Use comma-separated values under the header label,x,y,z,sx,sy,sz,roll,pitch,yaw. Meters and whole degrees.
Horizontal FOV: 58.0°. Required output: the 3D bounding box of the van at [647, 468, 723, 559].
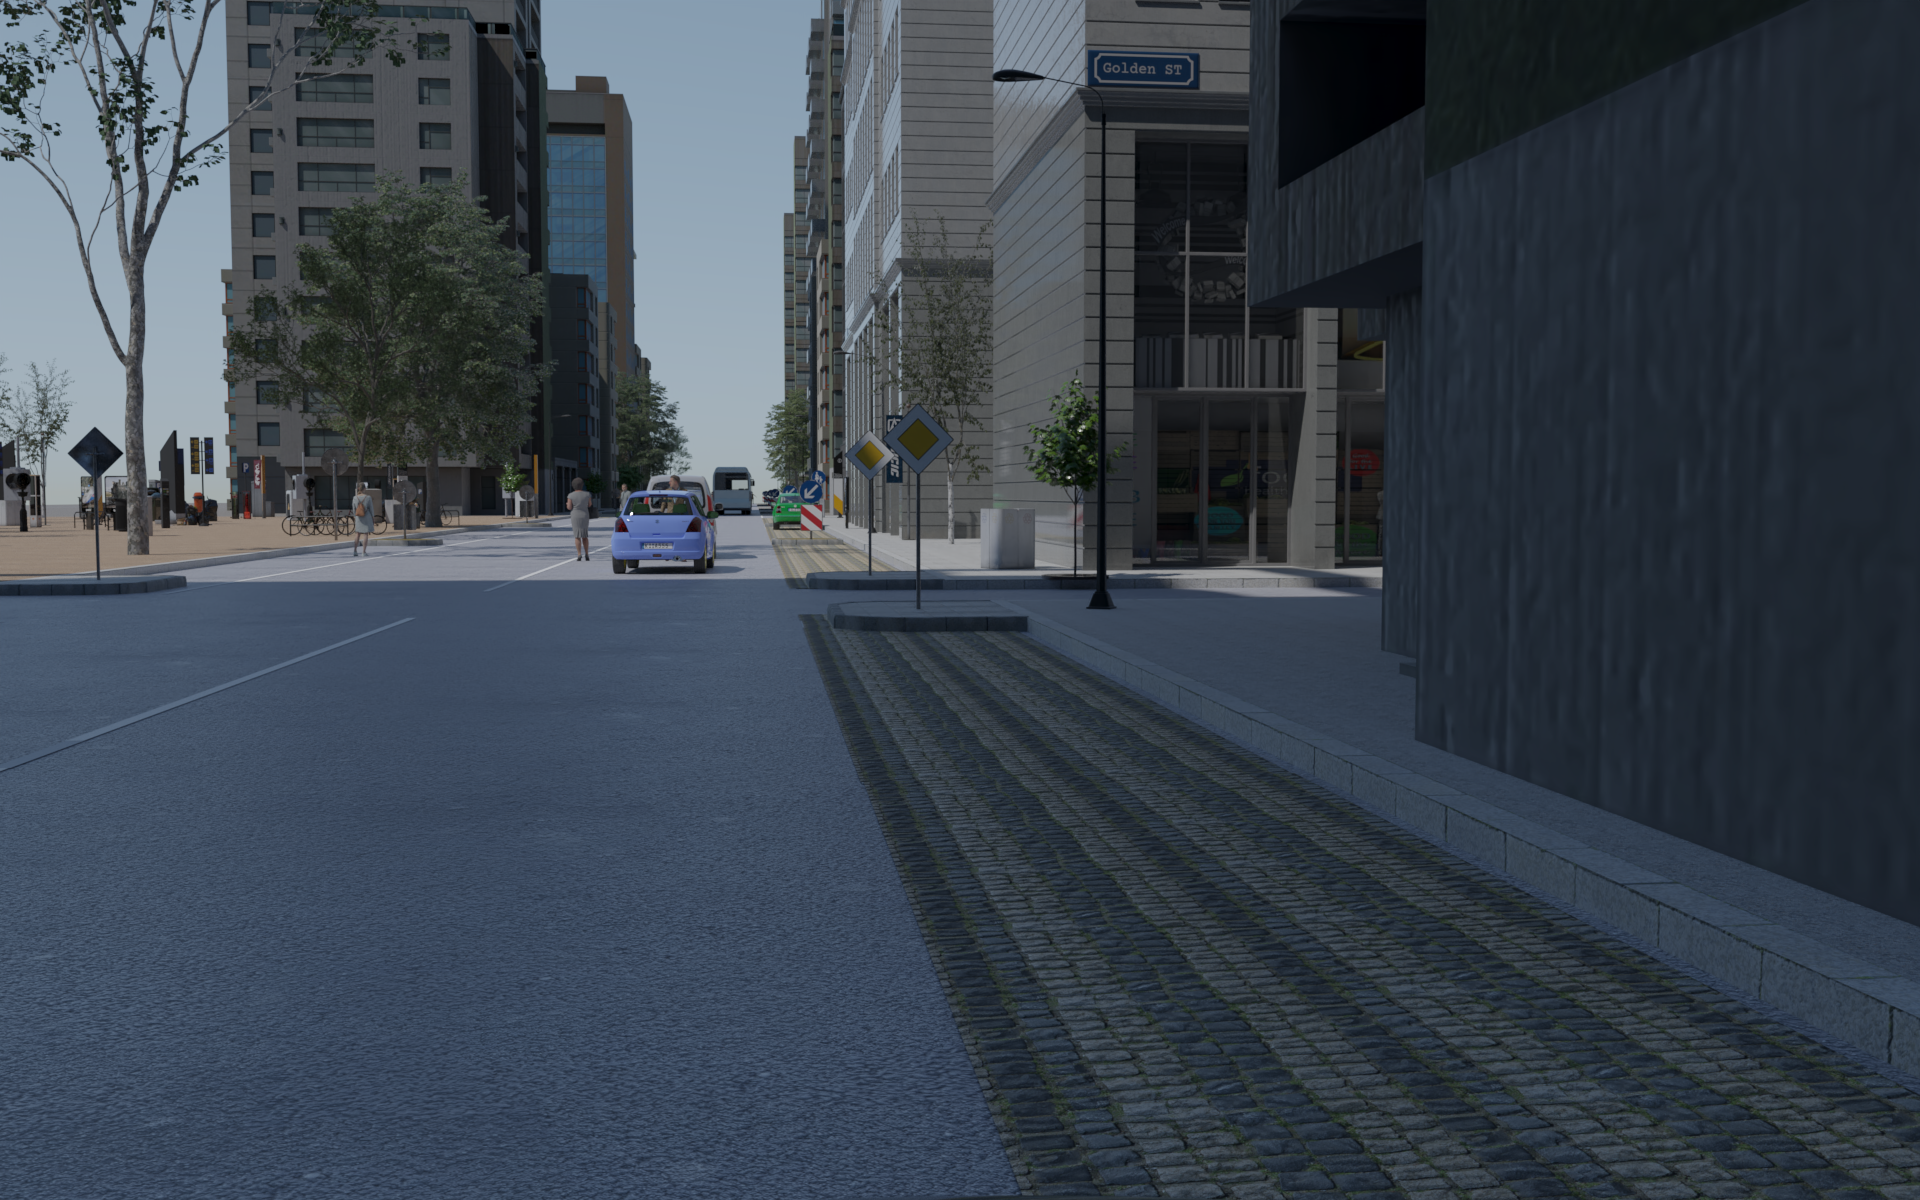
label,x,y,z,sx,sy,sz,roll,pitch,yaw
van,-6.411,-1.988,39.522,2.013,2.044,4.112,-1,4,-9

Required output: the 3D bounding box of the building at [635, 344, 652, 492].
label,x,y,z,sx,sy,sz,roll,pitch,yaw
building,-52.546,-22.434,211.830,27.650,21.520,28.899,0,4,-7

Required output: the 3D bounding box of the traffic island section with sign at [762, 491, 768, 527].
label,x,y,z,sx,sy,sz,roll,pitch,yaw
traffic island section with sign,-7.577,-4.125,76.071,1.989,1.847,2.006,0,4,-7

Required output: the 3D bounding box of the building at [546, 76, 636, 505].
label,x,y,z,sx,sy,sz,roll,pitch,yaw
building,-43.126,-32.995,189.586,14.600,45.320,14.200,0,4,-7

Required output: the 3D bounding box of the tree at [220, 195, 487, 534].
label,x,y,z,sx,sy,sz,roll,pitch,yaw
tree,-19.220,-7.370,54.906,8.767,10.594,7.601,-1,4,-11

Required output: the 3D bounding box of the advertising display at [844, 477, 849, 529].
label,x,y,z,sx,sy,sz,roll,pitch,yaw
advertising display,-4.223,-3.630,64.557,0.123,1.923,0.974,0,4,-8

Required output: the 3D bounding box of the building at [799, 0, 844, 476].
label,x,y,z,sx,sy,sz,roll,pitch,yaw
building,-3.020,-33.196,162.365,23.786,49.044,30.456,0,4,-7

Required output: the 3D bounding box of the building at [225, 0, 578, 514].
label,x,y,z,sx,sy,sz,roll,pitch,yaw
building,-38.373,-41.857,122.614,20.563,71.187,20.611,0,4,-7

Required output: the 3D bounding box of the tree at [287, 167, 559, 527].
label,x,y,z,sx,sy,sz,roll,pitch,yaw
tree,-20.472,-9.782,66.583,9.857,13.997,8.962,0,3,0

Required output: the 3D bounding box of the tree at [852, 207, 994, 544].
label,x,y,z,sx,sy,sz,roll,pitch,yaw
tree,-0.368,-5.725,43.972,4.360,8.622,3.978,0,3,0

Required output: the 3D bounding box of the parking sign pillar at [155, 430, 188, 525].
label,x,y,z,sx,sy,sz,roll,pitch,yaw
parking sign pillar,-33.407,-5.198,73.459,1.447,3.967,1.447,3,5,40

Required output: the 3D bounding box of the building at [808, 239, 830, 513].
label,x,y,z,sx,sy,sz,roll,pitch,yaw
building,2.626,-17.651,133.627,27.650,21.520,28.899,0,4,-7

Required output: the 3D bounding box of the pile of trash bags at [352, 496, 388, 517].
label,x,y,z,sx,sy,sz,roll,pitch,yaw
pile of trash bags,-32.905,-5.305,96.483,1.912,1.369,3.447,-3,4,-36

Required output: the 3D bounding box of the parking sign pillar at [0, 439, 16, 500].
label,x,y,z,sx,sy,sz,roll,pitch,yaw
parking sign pillar,-47.318,-5.938,85.562,1.447,3.967,1.447,-1,4,-11

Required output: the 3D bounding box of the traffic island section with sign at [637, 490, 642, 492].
label,x,y,z,sx,sy,sz,roll,pitch,yaw
traffic island section with sign,-28.022,-8.770,152.010,1.989,1.847,2.006,0,4,-7

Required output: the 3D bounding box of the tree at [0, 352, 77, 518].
label,x,y,z,sx,sy,sz,roll,pitch,yaw
tree,-49.580,-8.730,93.093,4.360,8.622,3.978,0,3,0

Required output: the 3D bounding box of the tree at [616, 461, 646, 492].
label,x,y,z,sx,sy,sz,roll,pitch,yaw
tree,-32.191,-11.272,168.004,4.285,4.588,4.351,0,3,0

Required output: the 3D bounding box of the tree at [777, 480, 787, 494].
label,x,y,z,sx,sy,sz,roll,pitch,yaw
tree,-22.456,-13.762,219.614,1.663,3.219,1.824,0,3,0

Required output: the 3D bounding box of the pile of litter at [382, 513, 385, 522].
label,x,y,z,sx,sy,sz,roll,pitch,yaw
pile of litter,-26.737,-3.937,78.338,1.176,0.858,1.719,2,4,32

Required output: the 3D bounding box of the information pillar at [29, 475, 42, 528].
label,x,y,z,sx,sy,sz,roll,pitch,yaw
information pillar,-35.438,-3.784,66.359,0.304,2.012,0.304,0,4,6

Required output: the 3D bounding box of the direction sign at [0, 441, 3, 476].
label,x,y,z,sx,sy,sz,roll,pitch,yaw
direction sign,-41.174,-5.022,74.101,0.379,3.537,0.876,0,4,-2

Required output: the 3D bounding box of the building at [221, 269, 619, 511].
label,x,y,z,sx,sy,sz,roll,pitch,yaw
building,-44.629,-18.599,149.132,27.650,21.520,28.899,0,4,-7

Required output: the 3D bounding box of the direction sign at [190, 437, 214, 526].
label,x,y,z,sx,sy,sz,roll,pitch,yaw
direction sign,-30.093,-4.699,68.820,0.876,3.537,0.379,-1,4,-8

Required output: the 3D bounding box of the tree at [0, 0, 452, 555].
label,x,y,z,sx,sy,sz,roll,pitch,yaw
tree,-17.514,-11.105,37.464,12.611,20.169,13.585,0,3,0

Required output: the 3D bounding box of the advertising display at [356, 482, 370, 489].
label,x,y,z,sx,sy,sz,roll,pitch,yaw
advertising display,-31.328,-5.241,90.897,0.974,1.923,0.123,2,4,33

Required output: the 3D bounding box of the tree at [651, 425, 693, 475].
label,x,y,z,sx,sy,sz,roll,pitch,yaw
tree,-43.718,-20.370,258.810,9.928,11.665,9.643,0,3,0

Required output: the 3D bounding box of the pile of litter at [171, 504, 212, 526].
label,x,y,z,sx,sy,sz,roll,pitch,yaw
pile of litter,-31.602,-3.491,71.043,1.719,0.858,1.176,-2,4,-24

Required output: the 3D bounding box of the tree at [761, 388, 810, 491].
label,x,y,z,sx,sy,sz,roll,pitch,yaw
tree,-17.689,-16.353,185.504,7.486,12.596,7.792,0,3,0

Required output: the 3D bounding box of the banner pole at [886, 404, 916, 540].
label,x,y,z,sx,sy,sz,roll,pitch,yaw
banner pole,-1.657,-3.556,48.150,0.863,3.779,0.401,0,4,-2

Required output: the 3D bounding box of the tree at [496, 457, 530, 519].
label,x,y,z,sx,sy,sz,roll,pitch,yaw
tree,-23.256,-5.831,89.937,1.663,3.219,1.824,0,3,0

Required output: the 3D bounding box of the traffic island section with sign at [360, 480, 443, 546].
label,x,y,z,sx,sy,sz,roll,pitch,yaw
traffic island section with sign,-15.637,-2.448,48.645,1.989,1.847,2.006,0,4,-7

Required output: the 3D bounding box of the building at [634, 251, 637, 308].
label,x,y,z,sx,sy,sz,roll,pitch,yaw
building,-57.426,-33.360,237.320,32.217,40.220,23.993,0,4,-7

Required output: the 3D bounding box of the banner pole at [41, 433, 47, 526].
label,x,y,z,sx,sy,sz,roll,pitch,yaw
banner pole,-37.272,-4.924,70.531,0.401,3.779,0.863,-2,4,-34

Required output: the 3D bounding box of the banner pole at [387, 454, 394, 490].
label,x,y,z,sx,sy,sz,roll,pitch,yaw
banner pole,-29.899,-6.176,90.999,0.401,3.779,0.863,1,4,9

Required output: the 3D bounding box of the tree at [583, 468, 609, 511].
label,x,y,z,sx,sy,sz,roll,pitch,yaw
tree,-27.649,-8.441,132.617,1.663,3.219,1.824,0,3,0

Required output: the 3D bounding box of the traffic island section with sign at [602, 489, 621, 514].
label,x,y,z,sx,sy,sz,roll,pitch,yaw
traffic island section with sign,-24.792,-7.121,125.057,1.989,1.847,2.006,0,4,-7

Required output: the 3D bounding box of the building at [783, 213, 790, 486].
label,x,y,z,sx,sy,sz,roll,pitch,yaw
building,-18.775,-34.893,254.095,14.154,41.232,14.086,0,4,-7

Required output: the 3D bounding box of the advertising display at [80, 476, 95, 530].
label,x,y,z,sx,sy,sz,roll,pitch,yaw
advertising display,-31.128,-3.468,61.923,0.974,1.923,0.123,3,4,37

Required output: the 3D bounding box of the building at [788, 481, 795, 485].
label,x,y,z,sx,sy,sz,roll,pitch,yaw
building,-7.251,-33.288,236.132,32.217,40.220,23.993,0,4,-7

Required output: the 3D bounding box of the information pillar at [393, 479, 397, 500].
label,x,y,z,sx,sy,sz,roll,pitch,yaw
information pillar,-27.137,-4.831,83.486,0.304,2.012,0.304,-1,4,-10

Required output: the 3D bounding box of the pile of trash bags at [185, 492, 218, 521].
label,x,y,z,sx,sy,sz,roll,pitch,yaw
pile of trash bags,-35.678,-4.351,80.888,1.912,1.369,3.447,-2,4,-29

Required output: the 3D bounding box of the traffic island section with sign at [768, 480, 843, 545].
label,x,y,z,sx,sy,sz,roll,pitch,yaw
traffic island section with sign,-4.367,-2.488,49.307,1.989,1.847,2.006,0,4,-7

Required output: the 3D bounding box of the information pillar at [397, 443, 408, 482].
label,x,y,z,sx,sy,sz,roll,pitch,yaw
information pillar,-25.323,-5.338,78.632,0.183,3.616,0.504,3,5,42

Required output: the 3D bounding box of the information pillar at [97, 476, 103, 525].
label,x,y,z,sx,sy,sz,roll,pitch,yaw
information pillar,-35.778,-4.925,71.881,0.183,3.616,0.504,0,4,1

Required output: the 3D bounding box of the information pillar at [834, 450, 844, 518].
label,x,y,z,sx,sy,sz,roll,pitch,yaw
information pillar,-6.503,-6.203,92.776,0.504,3.616,0.183,0,4,6

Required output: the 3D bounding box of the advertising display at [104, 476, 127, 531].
label,x,y,z,sx,sy,sz,roll,pitch,yaw
advertising display,-29.455,-3.387,60.597,0.974,1.923,0.123,1,4,12

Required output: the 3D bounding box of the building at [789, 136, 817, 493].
label,x,y,z,sx,sy,sz,roll,pitch,yaw
building,-12.245,-31.669,201.387,14.154,41.232,14.086,0,4,-7

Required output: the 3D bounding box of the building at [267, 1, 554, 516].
label,x,y,z,sx,sy,sz,roll,pitch,yaw
building,-33.133,-20.476,106.483,14.160,30.474,14.107,0,4,-7

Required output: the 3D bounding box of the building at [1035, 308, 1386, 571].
label,x,y,z,sx,sy,sz,roll,pitch,yaw
building,16.035,-15.760,35.175,29.804,29.767,11.434,0,4,-7

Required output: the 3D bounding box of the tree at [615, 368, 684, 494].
label,x,y,z,sx,sy,sz,roll,pitch,yaw
tree,-33.059,-16.434,175.353,9.857,13.997,8.962,0,3,0

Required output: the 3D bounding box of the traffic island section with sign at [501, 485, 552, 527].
label,x,y,z,sx,sy,sz,roll,pitch,yaw
traffic island section with sign,-18.848,-4.084,75.409,1.989,1.847,2.006,0,4,-7

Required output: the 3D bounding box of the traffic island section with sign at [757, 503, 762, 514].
label,x,y,z,sx,sy,sz,roll,pitch,yaw
traffic island section with sign,-13.556,-7.180,126.020,1.989,1.847,2.006,0,4,-7

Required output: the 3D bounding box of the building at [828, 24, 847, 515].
label,x,y,z,sx,sy,sz,roll,pitch,yaw
building,-1.491,-20.767,111.247,14.160,30.474,14.107,0,4,-7

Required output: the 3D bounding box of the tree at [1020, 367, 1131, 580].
label,x,y,z,sx,sy,sz,roll,pitch,yaw
tree,1.871,-1.942,26.350,1.663,3.219,1.824,0,3,0
